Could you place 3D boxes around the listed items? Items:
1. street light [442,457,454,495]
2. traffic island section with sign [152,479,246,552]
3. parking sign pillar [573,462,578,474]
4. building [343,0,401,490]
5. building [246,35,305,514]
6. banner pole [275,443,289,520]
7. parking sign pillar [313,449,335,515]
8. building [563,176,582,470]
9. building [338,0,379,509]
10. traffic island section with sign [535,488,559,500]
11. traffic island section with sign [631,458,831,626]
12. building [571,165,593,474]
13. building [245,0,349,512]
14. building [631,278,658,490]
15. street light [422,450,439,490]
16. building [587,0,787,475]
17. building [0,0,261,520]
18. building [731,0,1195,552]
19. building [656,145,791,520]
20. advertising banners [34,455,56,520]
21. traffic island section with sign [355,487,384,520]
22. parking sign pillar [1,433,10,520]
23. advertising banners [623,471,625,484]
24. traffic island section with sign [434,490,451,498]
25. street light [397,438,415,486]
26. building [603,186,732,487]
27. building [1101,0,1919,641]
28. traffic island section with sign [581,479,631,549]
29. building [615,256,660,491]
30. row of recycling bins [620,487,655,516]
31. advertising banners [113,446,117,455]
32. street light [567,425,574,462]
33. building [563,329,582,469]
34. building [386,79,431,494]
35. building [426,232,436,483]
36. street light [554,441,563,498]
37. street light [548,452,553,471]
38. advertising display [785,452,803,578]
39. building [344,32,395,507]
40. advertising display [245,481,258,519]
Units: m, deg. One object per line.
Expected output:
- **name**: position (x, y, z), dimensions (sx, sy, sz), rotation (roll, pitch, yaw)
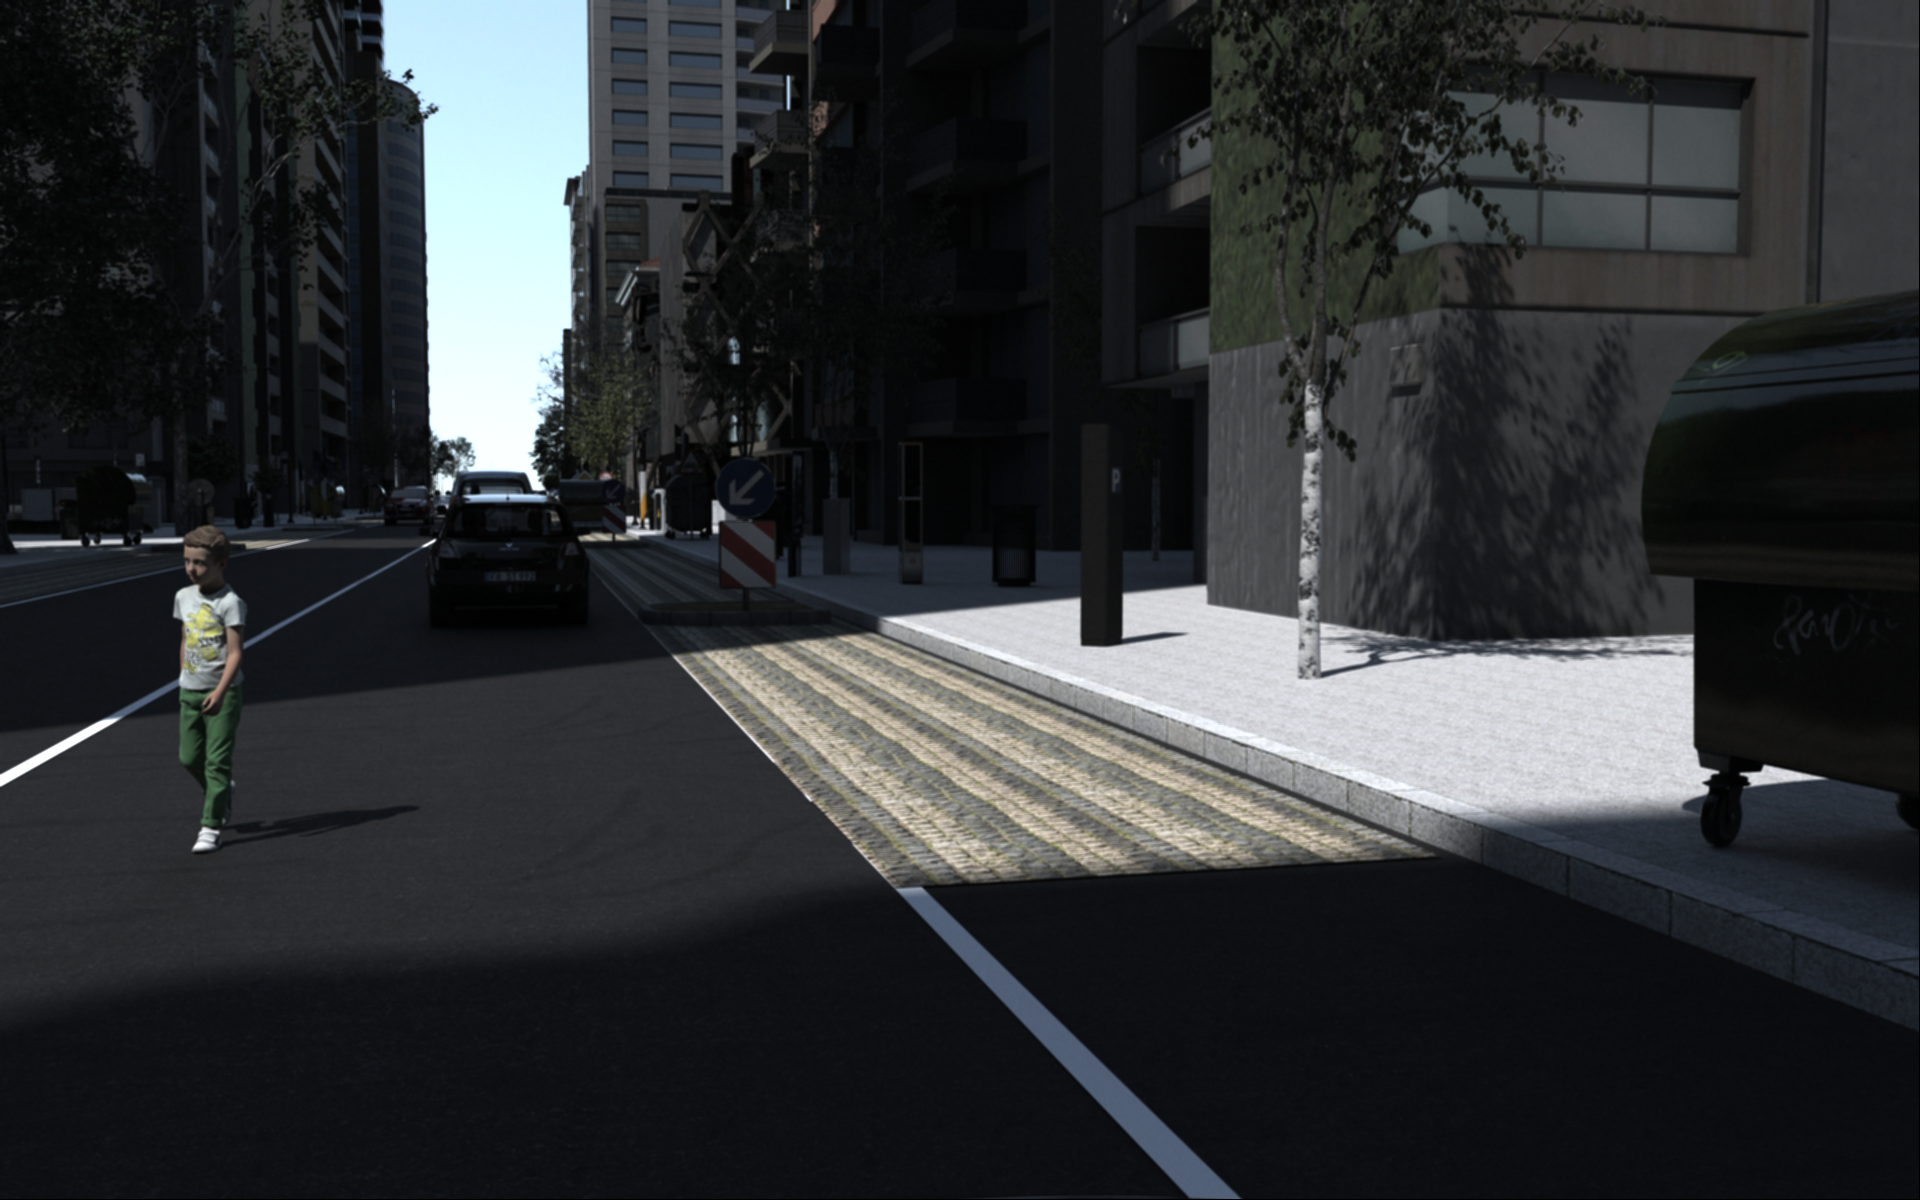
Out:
- **street light**: position (-68.063, -15.719, 229.539), dimensions (1.470, 5.913, 1.316), rotation (-1, 4, -14)
- **traffic island section with sign**: position (-19.148, -2.142, 43.648), dimensions (1.989, 1.847, 2.006), rotation (-1, 4, -14)
- **parking sign pillar**: position (-32.787, -9.736, 147.657), dimensions (1.447, 3.967, 1.447), rotation (-1, 4, -13)
- **building**: position (-73.772, -53.720, 190.993), dimensions (22.319, 86.520, 31.000), rotation (-1, 4, -14)
- **building**: position (-49.669, -20.602, 108.540), dimensions (14.160, 30.474, 14.107), rotation (-1, 4, -14)
- **banner pole**: position (-33.211, -5.799, 84.836), dimensions (0.863, 3.779, 0.401), rotation (-2, 4, -25)
- **parking sign pillar**: position (-37.867, -7.024, 103.307), dimensions (1.447, 3.967, 1.447), rotation (-1, 4, -15)
- **building**: position (-49.315, -42.402, 282.507), dimensions (28.713, 52.752, 27.495), rotation (-1, 4, -14)
- **building**: position (-63.129, -43.713, 152.961), dimensions (20.563, 71.187, 20.611), rotation (-1, 4, -14)
- **traffic island section with sign**: position (-29.750, -7.189, 126.162), dimensions (1.989, 1.847, 2.006), rotation (-1, 4, -14)
- **traffic island section with sign**: position (-2.620, -0.672, 19.615), dimensions (1.989, 1.847, 2.006), rotation (-1, 4, -14)
- **building**: position (-45.226, -38.790, 253.817), dimensions (23.786, 49.044, 30.456), rotation (-1, 4, -14)
- **building**: position (-59.368, -31.098, 132.154), dimensions (21.300, 48.544, 21.600), rotation (-1, 4, -14)
- **building**: position (-15.072, -15.722, 124.501), dimensions (16.820, 18.784, 16.811), rotation (-1, 4, -14)
- **street light**: position (-56.137, -12.861, 182.812), dimensions (1.470, 5.913, 1.316), rotation (-1, 4, -14)
- **building**: position (-29.349, -39.475, 187.423), dimensions (21.231, 58.520, 28.212), rotation (-1, 4, -14)
- **building**: position (-44.081, -24.665, 86.872), dimensions (14.154, 41.232, 14.086), rotation (-1, 4, -14)
- **building**: position (5.378, -24.314, 52.159), dimensions (22.147, 44.769, 28.867), rotation (-1, 4, -14)
- **building**: position (-6.727, -13.707, 91.568), dimensions (16.811, 18.784, 16.820), rotation (-1, 4, -14)
- **advertising banners**: position (-41.556, -5.060, 78.918), dimensions (0.090, 3.025, 2.074), rotation (0, 4, 3)
- **traffic island section with sign**: position (-32.597, -5.376, 96.531), dimensions (1.989, 1.847, 2.006), rotation (-1, 4, -14)
- **parking sign pillar**: position (-42.942, -5.400, 76.759), dimensions (1.447, 3.967, 1.447), rotation (-1, 4, -16)
- **advertising banners**: position (-25.336, -8.163, 129.657), dimensions (0.090, 3.025, 2.074), rotation (0, 4, 3)
- **traffic island section with sign**: position (-51.762, -9.978, 171.774), dimensions (1.989, 1.847, 2.006), rotation (-1, 4, -14)
- **street light**: position (-47.505, -10.791, 148.966), dimensions (1.470, 5.913, 1.316), rotation (-1, 4, -14)
- **building**: position (-27.184, -24.171, 166.890), dimensions (14.160, 30.474, 14.107), rotation (-1, 4, -14)
- **building**: position (9.251, -20.710, 22.206), dimensions (14.154, 41.232, 14.086), rotation (-1, 4, -14)
- **traffic island section with sign**: position (-9.378, -2.296, 46.160), dimensions (1.989, 1.847, 2.006), rotation (-1, 4, -14)
- **building**: position (-21.816, -18.720, 142.222), dimensions (11.583, 22.565, 21.152), rotation (-1, 4, -14)
- **row of recycling bins**: position (-18.930, -5.731, 100.814), dimensions (3.534, 1.692, 1.069), rotation (-3, 4, -37)
- **advertising banners**: position (-30.630, -4.054, 62.471), dimensions (0.090, 3.025, 2.074), rotation (-1, 4, -13)
- **street light**: position (-25.680, -8.837, 117.027), dimensions (1.470, 5.913, 1.316), rotation (-1, 4, -14)
- **building**: position (-61.820, -32.400, 301.437), dimensions (14.160, 30.474, 14.107), rotation (-1, 4, -14)
- **building**: position (-85.735, -42.741, 240.817), dimensions (21.231, 58.520, 28.212), rotation (-1, 4, -14)
- **building**: position (-94.536, -39.755, 269.603), dimensions (23.786, 49.044, 30.456), rotation (-1, 4, -14)
- **street light**: position (-35.803, -11.279, 156.949), dimensions (1.470, 5.913, 1.316), rotation (-1, 4, -14)
- **street light**: position (-44.502, -13.385, 191.382), dimensions (1.470, 5.913, 1.316), rotation (-1, 4, -14)
- **advertising display**: position (-2.582, -1.332, 26.994), dimensions (0.123, 1.923, 0.974), rotation (0, 4, 4)
- **building**: position (-64.073, -31.885, 171.437), dimensions (14.600, 45.320, 14.200), rotation (-1, 4, -14)
- **advertising display**: position (-36.370, -5.118, 88.894), dimensions (0.123, 1.923, 0.974), rotation (1, 4, 8)
